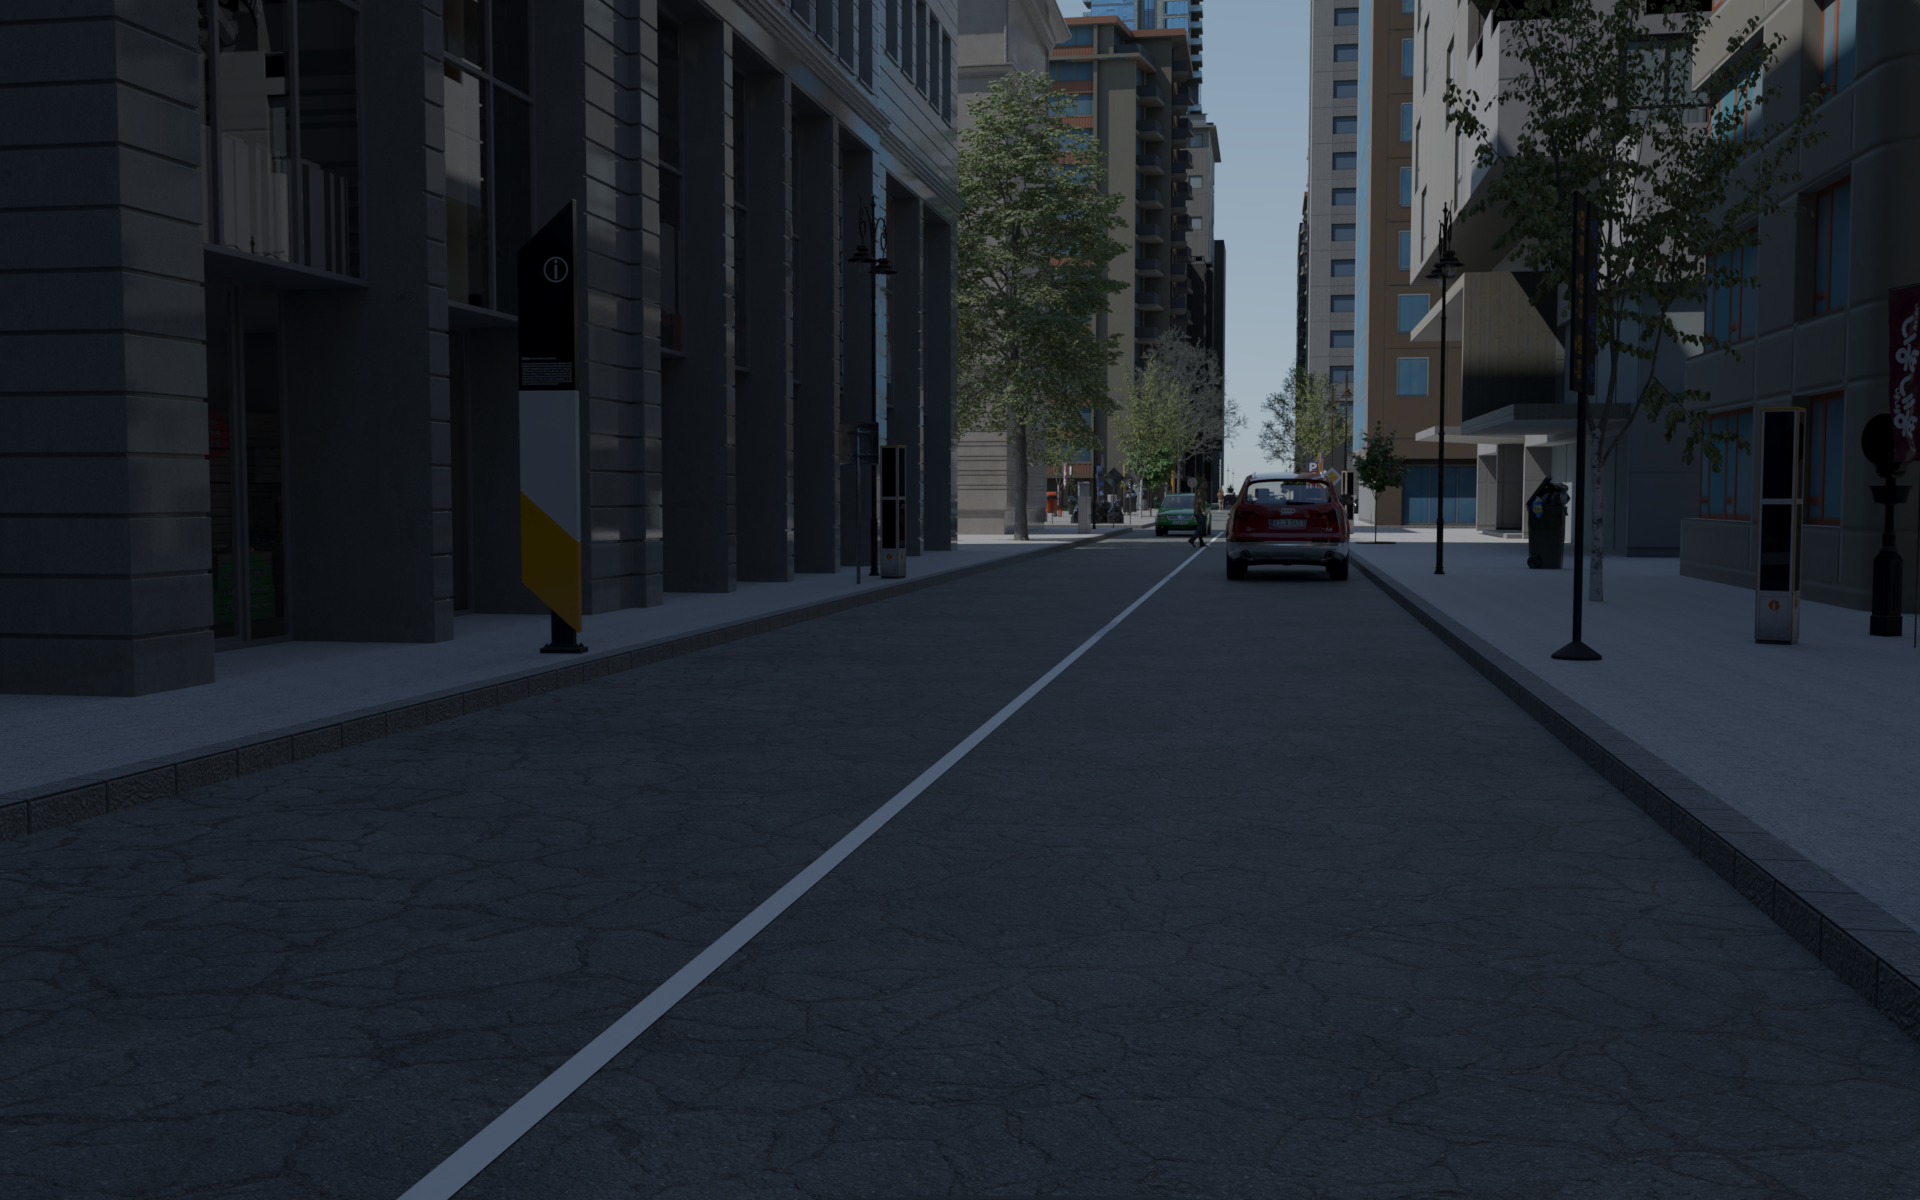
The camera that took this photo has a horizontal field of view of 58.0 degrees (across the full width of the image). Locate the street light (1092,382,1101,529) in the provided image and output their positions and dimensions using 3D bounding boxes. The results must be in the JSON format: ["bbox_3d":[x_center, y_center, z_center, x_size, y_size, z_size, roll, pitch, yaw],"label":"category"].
[{"bbox_3d":[4.906,-5.527,63.159,0.468,5.910,1.993,1,4,10],"label":"street light"}]

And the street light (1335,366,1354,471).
[{"bbox_3d":[13.993,-5.507,62.823,0.468,5.910,1.993,1,4,10],"label":"street light"}]

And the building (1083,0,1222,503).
[{"bbox_3d":[30.450,-58.742,273.096,22.319,86.520,31.000,1,4,10],"label":"building"}]

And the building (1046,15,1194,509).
[{"bbox_3d":[10.471,-31.099,163.099,22.147,44.769,28.867,1,4,10],"label":"building"}]

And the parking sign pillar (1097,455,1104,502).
[{"bbox_3d":[9.669,-7.980,118.937,1.447,3.967,1.447,0,4,2],"label":"parking sign pillar"}]

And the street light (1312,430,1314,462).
[{"bbox_3d":[22.330,-8.373,109.679,0.468,5.910,1.993,1,4,10],"label":"street light"}]

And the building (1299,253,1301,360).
[{"bbox_3d":[59.064,-36.017,243.494,22.147,44.769,28.867,1,4,10],"label":"building"}]

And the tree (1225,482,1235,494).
[{"bbox_3d":[44.481,-17.755,284.893,1.663,3.219,1.824,0,3,0],"label":"tree"}]

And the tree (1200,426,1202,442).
[{"bbox_3d":[13.187,-9.765,110.024,4.737,8.622,4.395,0,3,0],"label":"tree"}]

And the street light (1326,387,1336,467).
[{"bbox_3d":[16.000,-6.221,74.499,0.468,5.910,1.993,1,4,10],"label":"street light"}]

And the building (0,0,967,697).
[{"bbox_3d":[-7.929,-15.165,25.435,11.434,29.767,29.804,1,4,10],"label":"building"}]

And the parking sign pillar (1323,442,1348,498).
[{"bbox_3d":[19.413,-6.201,89.860,1.447,3.967,1.447,3,4,37],"label":"parking sign pillar"}]

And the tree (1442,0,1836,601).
[{"bbox_3d":[7.614,-4.277,20.288,4.737,8.622,4.395,0,3,0],"label":"tree"}]

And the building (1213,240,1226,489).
[{"bbox_3d":[38.129,-39.498,295.903,14.600,45.320,14.200,1,4,10],"label":"building"}]

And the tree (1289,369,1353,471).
[{"bbox_3d":[21.084,-9.250,101.592,4.737,8.622,4.395,0,3,0],"label":"tree"}]

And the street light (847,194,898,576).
[{"bbox_3d":[-1.345,-3.318,27.031,0.468,5.910,1.993,1,4,10],"label":"street light"}]

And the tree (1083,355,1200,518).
[{"bbox_3d":[9.736,-8.693,92.501,4.737,8.622,4.395,0,3,0],"label":"tree"}]

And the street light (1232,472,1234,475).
[{"bbox_3d":[47.488,-20.089,301.238,0.468,5.910,1.993,1,4,10],"label":"street light"}]

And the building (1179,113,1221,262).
[{"bbox_3d":[22.058,-40.156,245.787,28.713,52.752,27.495,1,4,10],"label":"building"}]

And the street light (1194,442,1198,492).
[{"bbox_3d":[20.216,-10.755,148.631,0.468,5.910,1.993,1,4,10],"label":"street light"}]

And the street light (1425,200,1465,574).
[{"bbox_3d":[7.678,-3.350,27.564,0.468,5.910,1.993,1,4,10],"label":"street light"}]

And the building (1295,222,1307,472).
[{"bbox_3d":[67.086,-40.698,289.111,21.300,48.544,21.600,1,4,10],"label":"building"}]

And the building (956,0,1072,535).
[{"bbox_3d":[-7.321,-13.710,60.319,21.152,22.565,11.583,1,4,10],"label":"building"}]

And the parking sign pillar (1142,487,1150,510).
[{"bbox_3d":[14.180,-9.016,135.878,1.447,3.967,1.447,3,5,42],"label":"parking sign pillar"}]

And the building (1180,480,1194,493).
[{"bbox_3d":[10.028,-30.480,190.230,32.217,40.220,23.993,1,4,10],"label":"building"}]

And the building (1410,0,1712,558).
[{"bbox_3d":[26.830,-27.879,45.064,28.713,52.752,27.495,1,4,10],"label":"building"}]

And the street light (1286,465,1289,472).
[{"bbox_3d":[42.002,-15.128,220.134,0.468,5.910,1.993,1,4,10],"label":"street light"}]

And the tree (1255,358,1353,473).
[{"bbox_3d":[23.758,-11.290,119.006,7.601,10.594,8.767,1,4,14],"label":"tree"}]

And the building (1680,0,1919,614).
[{"bbox_3d":[22.454,-10.095,10.099,27.650,21.520,28.899,1,4,10],"label":"building"}]

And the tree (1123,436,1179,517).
[{"bbox_3d":[10.781,-7.004,98.229,4.285,4.588,4.351,0,3,0],"label":"tree"}]

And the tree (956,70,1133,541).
[{"bbox_3d":[1.349,-7.892,47.168,7.486,12.596,7.792,0,3,0],"label":"tree"}]

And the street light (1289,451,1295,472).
[{"bbox_3d":[35.630,-12.961,184.706,0.468,5.910,1.993,1,4,10],"label":"street light"}]

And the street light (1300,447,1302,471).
[{"bbox_3d":[29.411,-10.816,149.628,0.468,5.910,1.993,1,4,10],"label":"street light"}]

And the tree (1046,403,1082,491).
[{"bbox_3d":[7.990,-11.526,138.819,4.737,8.622,4.395,0,3,0],"label":"tree"}]

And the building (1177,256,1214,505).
[{"bbox_3d":[23.206,-26.723,208.627,14.160,30.474,14.107,1,4,10],"label":"building"}]

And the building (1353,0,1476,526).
[{"bbox_3d":[24.558,-25.922,73.940,14.200,45.320,14.600,1,4,10],"label":"building"}]

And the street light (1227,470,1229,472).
[{"bbox_3d":[41.184,-17.944,266.176,0.468,5.910,1.993,1,4,10],"label":"street light"}]

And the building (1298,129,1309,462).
[{"bbox_3d":[48.792,-32.614,187.864,22.147,44.769,28.867,1,4,10],"label":"building"}]

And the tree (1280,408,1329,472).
[{"bbox_3d":[27.787,-11.507,138.497,4.360,8.622,3.978,0,3,0],"label":"tree"}]

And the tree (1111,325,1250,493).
[{"bbox_3d":[15.893,-13.206,126.290,12.009,13.543,11.850,0,3,0],"label":"tree"}]

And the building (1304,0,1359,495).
[{"bbox_3d":[42.687,-37.756,159.307,21.231,58.520,28.212,1,4,10],"label":"building"}]

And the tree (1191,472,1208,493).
[{"bbox_3d":[21.458,-9.834,155.385,1.663,3.219,1.824,0,3,0],"label":"tree"}]

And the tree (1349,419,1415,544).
[{"bbox_3d":[10.895,-3.067,44.740,1.663,3.219,1.824,0,3,0],"label":"tree"}]

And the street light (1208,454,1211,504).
[{"bbox_3d":[26.512,-12.919,184.016,0.468,5.910,1.993,1,4,10],"label":"street light"}]
